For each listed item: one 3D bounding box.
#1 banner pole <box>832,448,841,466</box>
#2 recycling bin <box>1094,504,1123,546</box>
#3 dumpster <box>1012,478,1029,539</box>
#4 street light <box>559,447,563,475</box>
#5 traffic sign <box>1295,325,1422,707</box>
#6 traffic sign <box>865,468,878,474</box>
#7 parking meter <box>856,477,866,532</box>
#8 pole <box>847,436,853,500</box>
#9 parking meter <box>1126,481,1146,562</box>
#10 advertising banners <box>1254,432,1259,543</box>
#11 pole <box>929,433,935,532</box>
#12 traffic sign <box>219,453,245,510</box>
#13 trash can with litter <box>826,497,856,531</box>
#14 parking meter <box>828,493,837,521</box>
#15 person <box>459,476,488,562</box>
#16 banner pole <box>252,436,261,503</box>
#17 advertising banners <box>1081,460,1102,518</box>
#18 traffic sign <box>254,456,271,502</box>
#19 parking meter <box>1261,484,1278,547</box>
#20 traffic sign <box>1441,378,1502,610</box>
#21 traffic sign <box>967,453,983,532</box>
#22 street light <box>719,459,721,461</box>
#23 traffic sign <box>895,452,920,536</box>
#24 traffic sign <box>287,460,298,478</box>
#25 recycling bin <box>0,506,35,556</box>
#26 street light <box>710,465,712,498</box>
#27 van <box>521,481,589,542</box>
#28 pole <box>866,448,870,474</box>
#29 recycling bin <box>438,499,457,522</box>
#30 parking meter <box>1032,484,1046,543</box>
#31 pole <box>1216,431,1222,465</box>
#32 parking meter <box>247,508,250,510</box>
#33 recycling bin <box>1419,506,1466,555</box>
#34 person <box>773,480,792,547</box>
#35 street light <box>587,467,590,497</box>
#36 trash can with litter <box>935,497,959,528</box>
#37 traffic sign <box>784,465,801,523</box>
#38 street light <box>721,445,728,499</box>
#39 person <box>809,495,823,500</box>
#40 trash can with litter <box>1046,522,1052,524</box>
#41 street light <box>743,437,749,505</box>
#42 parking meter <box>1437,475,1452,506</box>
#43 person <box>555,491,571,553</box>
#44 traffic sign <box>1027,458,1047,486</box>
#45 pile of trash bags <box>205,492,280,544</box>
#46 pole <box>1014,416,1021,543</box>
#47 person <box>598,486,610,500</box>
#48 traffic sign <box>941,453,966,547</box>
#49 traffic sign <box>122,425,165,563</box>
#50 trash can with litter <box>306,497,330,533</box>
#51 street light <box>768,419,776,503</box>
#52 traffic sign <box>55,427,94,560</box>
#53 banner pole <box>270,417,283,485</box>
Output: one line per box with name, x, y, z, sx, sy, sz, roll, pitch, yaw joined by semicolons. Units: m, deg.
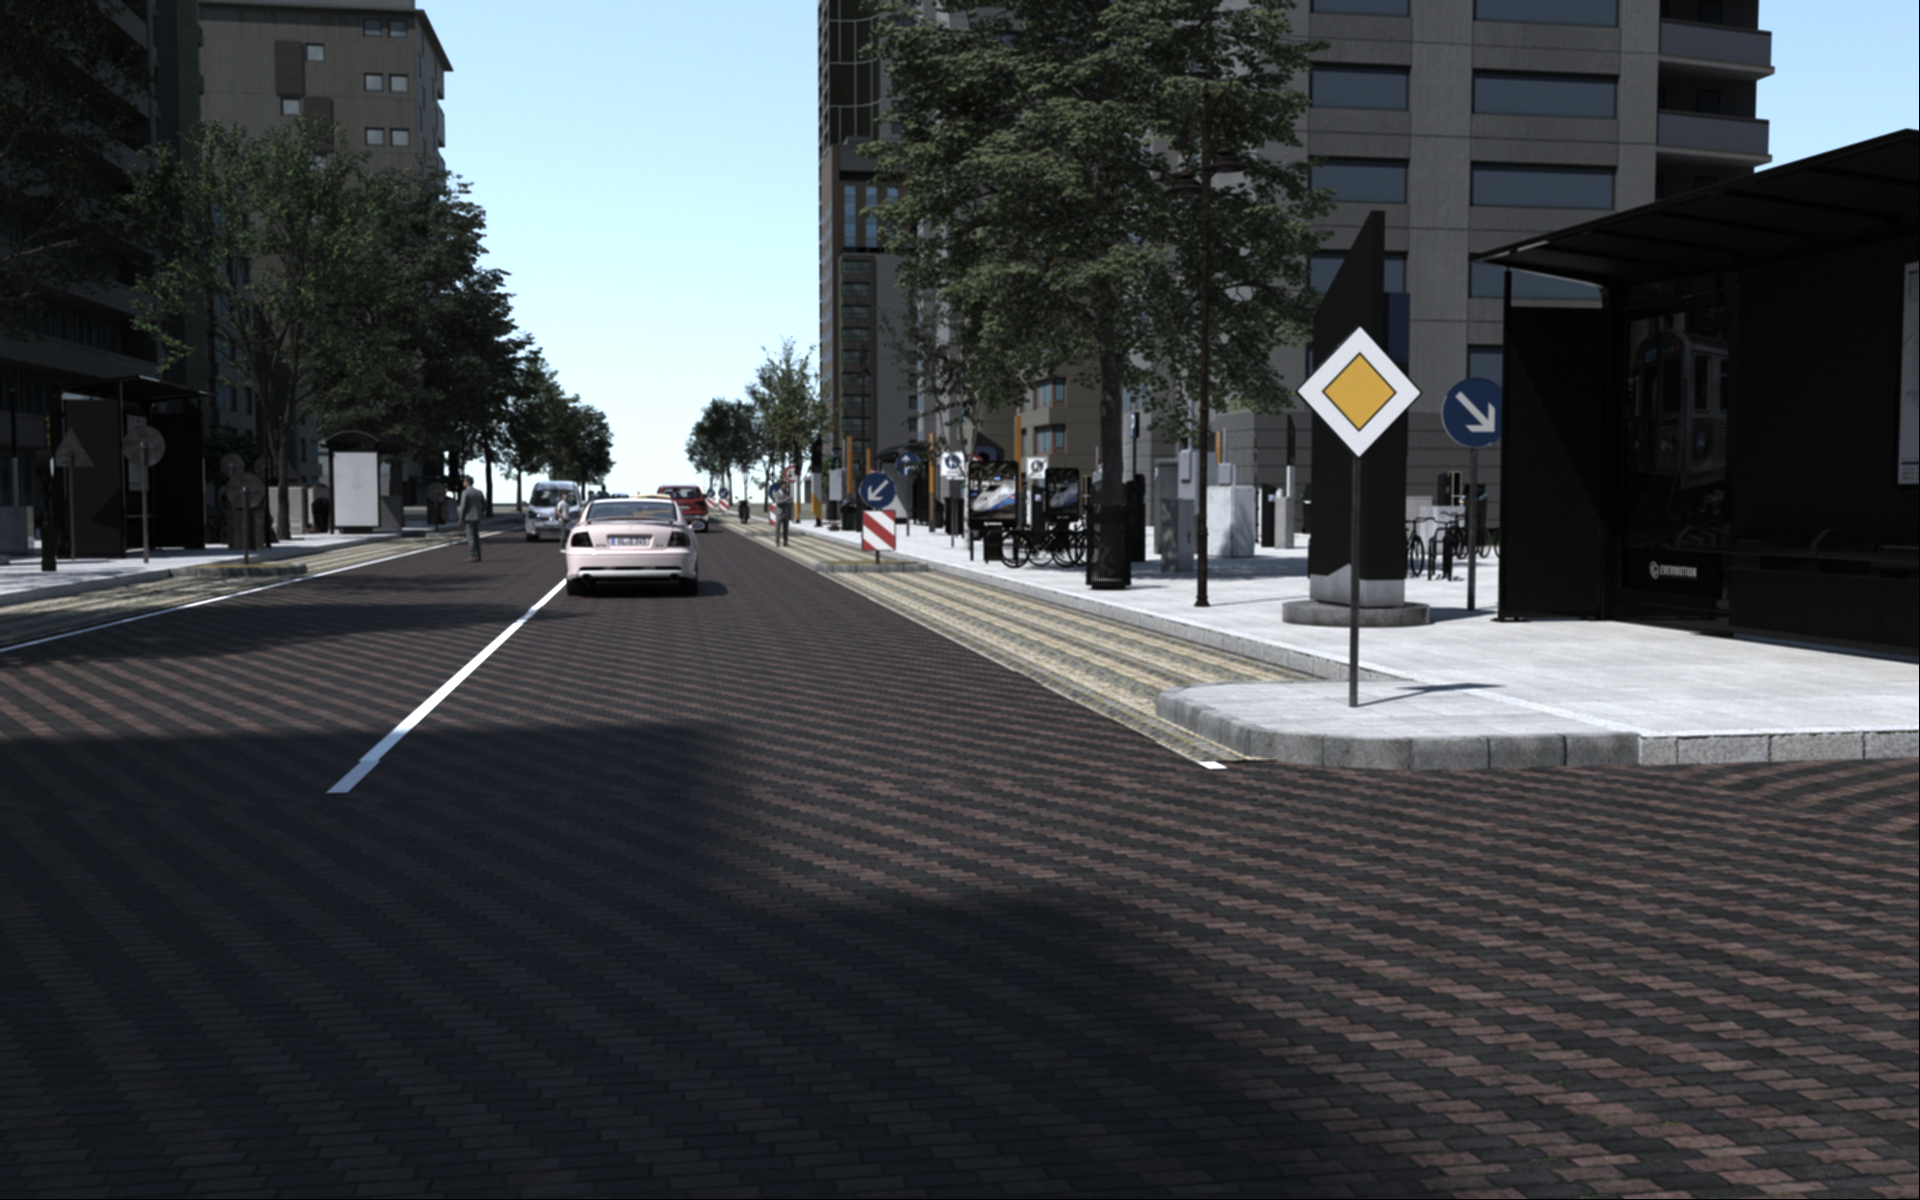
banner pole;-5.695;-5.648;82.355;0.863;3.779;0.401;1;4;17
recycling bin;3.681;-1.791;41.834;0.722;1.027;0.722;-1;4;-19
dumpster;1.248;-2.729;50.370;1.264;1.857;1.865;-1;4;-10
street light;-38.171;-11.795;165.641;0.468;5.910;1.993;-1;4;-10
traffic sign;2.367;-0.411;10.370;0.795;2.450;0.064;-1;4;-10
traffic sign;-4.380;-5.250;85.943;0.768;2.556;0.104;-1;4;-10
parking meter;-3.327;-3.234;58.590;0.399;1.863;0.255;0;4;0
pole;-3.901;-4.125;61.292;0.158;3.312;0.155;0;3;0
parking meter;3.318;-1.487;32.716;0.372;1.533;0.369;0;3;0
advertising banners;7.838;-3.034;45.786;0.090;3.025;2.074;0;4;8
pole;-0.936;-3.932;58.136;0.158;3.312;0.155;0;3;0
traffic sign;-22.794;-3.312;54.253;0.768;2.556;0.104;0;4;-5
trash can with litter;-4.090;-2.998;60.397;1.055;1.170;0.624;-2;4;-23
parking meter;-6.175;-4.777;83.814;0.399;1.863;0.255;2;4;33
person;-10.298;-1.711;36.569;0.391;1.810;0.635;2;4;24
banner pole;-30.574;-5.221;75.374;0.863;3.779;0.401;3;5;41
advertising banners;6.326;-5.562;87.123;2.074;3.025;0.090;1;4;12
traffic sign;-23.370;-3.558;58.283;0.768;2.556;0.104;0;4;-3
parking meter;7.479;-2.046;41.863;0.372;1.533;0.369;0;3;0
traffic sign;5.645;-1.159;19.051;0.768;2.556;0.104;0;4;-2
traffic sign;0.352;-3.303;54.106;0.768;2.556;0.104;0;4;-7
street light;-24.384;-12.507;177.278;0.468;5.910;1.993;-1;4;-10
traffic sign;-1.584;-3.219;52.738;0.768;2.556;0.104;0;4;-4
traffic sign;-22.976;-3.606;58.966;0.884;2.594;0.081;-1;4;-8
recycling bin;-19.806;-1.444;36.166;0.722;1.027;0.722;-1;4;-17
street light;-30.078;-14.469;209.352;0.468;5.910;1.993;-1;4;-10
van;-12.393;-2.818;53.088;2.013;2.044;4.112;-1;4;-11
pole;-4.083;-5.098;77.203;0.158;3.312;0.155;0;3;0
recycling bin;-23.954;-4.175;80.815;0.722;1.027;0.722;1;4;18
parking meter;2.061;-2.252;45.224;0.372;1.533;0.369;0;3;0
pole;8.409;-3.823;56.349;0.158;3.312;0.155;0;3;0
parking meter;-27.885;-3.618;67.567;0.372;1.533;0.369;0;3;0
recycling bin;10.210;-1.475;36.664;0.722;1.027;0.722;-1;4;-12
person;-4.753;-2.326;46.709;0.466;1.800;0.511;3;5;44
street light;-49.400;-15.770;230.631;0.468;5.910;1.993;-1;4;-10
trash can with litter;-0.612;-3.278;64.986;1.055;1.170;0.624;0;4;2
traffic sign;-7.415;-4.691;76.800;0.768;2.556;0.104;0;4;-1
street light;-21.489;-11.439;159.815;0.468;5.910;1.993;-1;4;-10
person;-13.786;-9.590;165.302;1.348;1.823;0.705;0;4;6
trash can with litter;3.868;-3.798;73.487;0.624;1.170;1.055;-1;4;-14
street light;-15.773;-9.459;127.449;0.468;5.910;1.993;-1;4;-10
parking meter;14.579;-2.839;52.134;0.399;1.863;0.255;-3;5;-39
person;-9.597;-1.899;42.147;0.523;1.515;0.503;-1;4;-13
traffic sign;2.162;-2.849;48.710;0.606;2.300;0.079;-1;4;-10
pile of trash bags;-19.494;-2.166;45.173;3.447;1.369;1.912;1;4;21
pole;1.505;-3.135;45.104;0.158;3.312;0.155;0;3;0
person;-16.327;-4.344;79.538;0.620;1.820;0.660;3;5;39
traffic sign;-0.178;-2.433;41.914;0.606;2.300;0.079;0;4;-3
traffic sign;-15.121;-1.957;32.102;0.768;2.556;0.104;0;4;-4
trash can with litter;-21.082;-2.788;56.973;0.624;1.170;1.055;0;4;4
street light;-10.198;-7.453;94.643;0.468;5.910;1.993;-1;4;-10
traffic sign;-17.213;-2.052;33.547;0.884;2.594;0.081;0;4;0
banner pole;-21.997;-4.027;55.863;0.401;3.779;0.863;1;4;12
